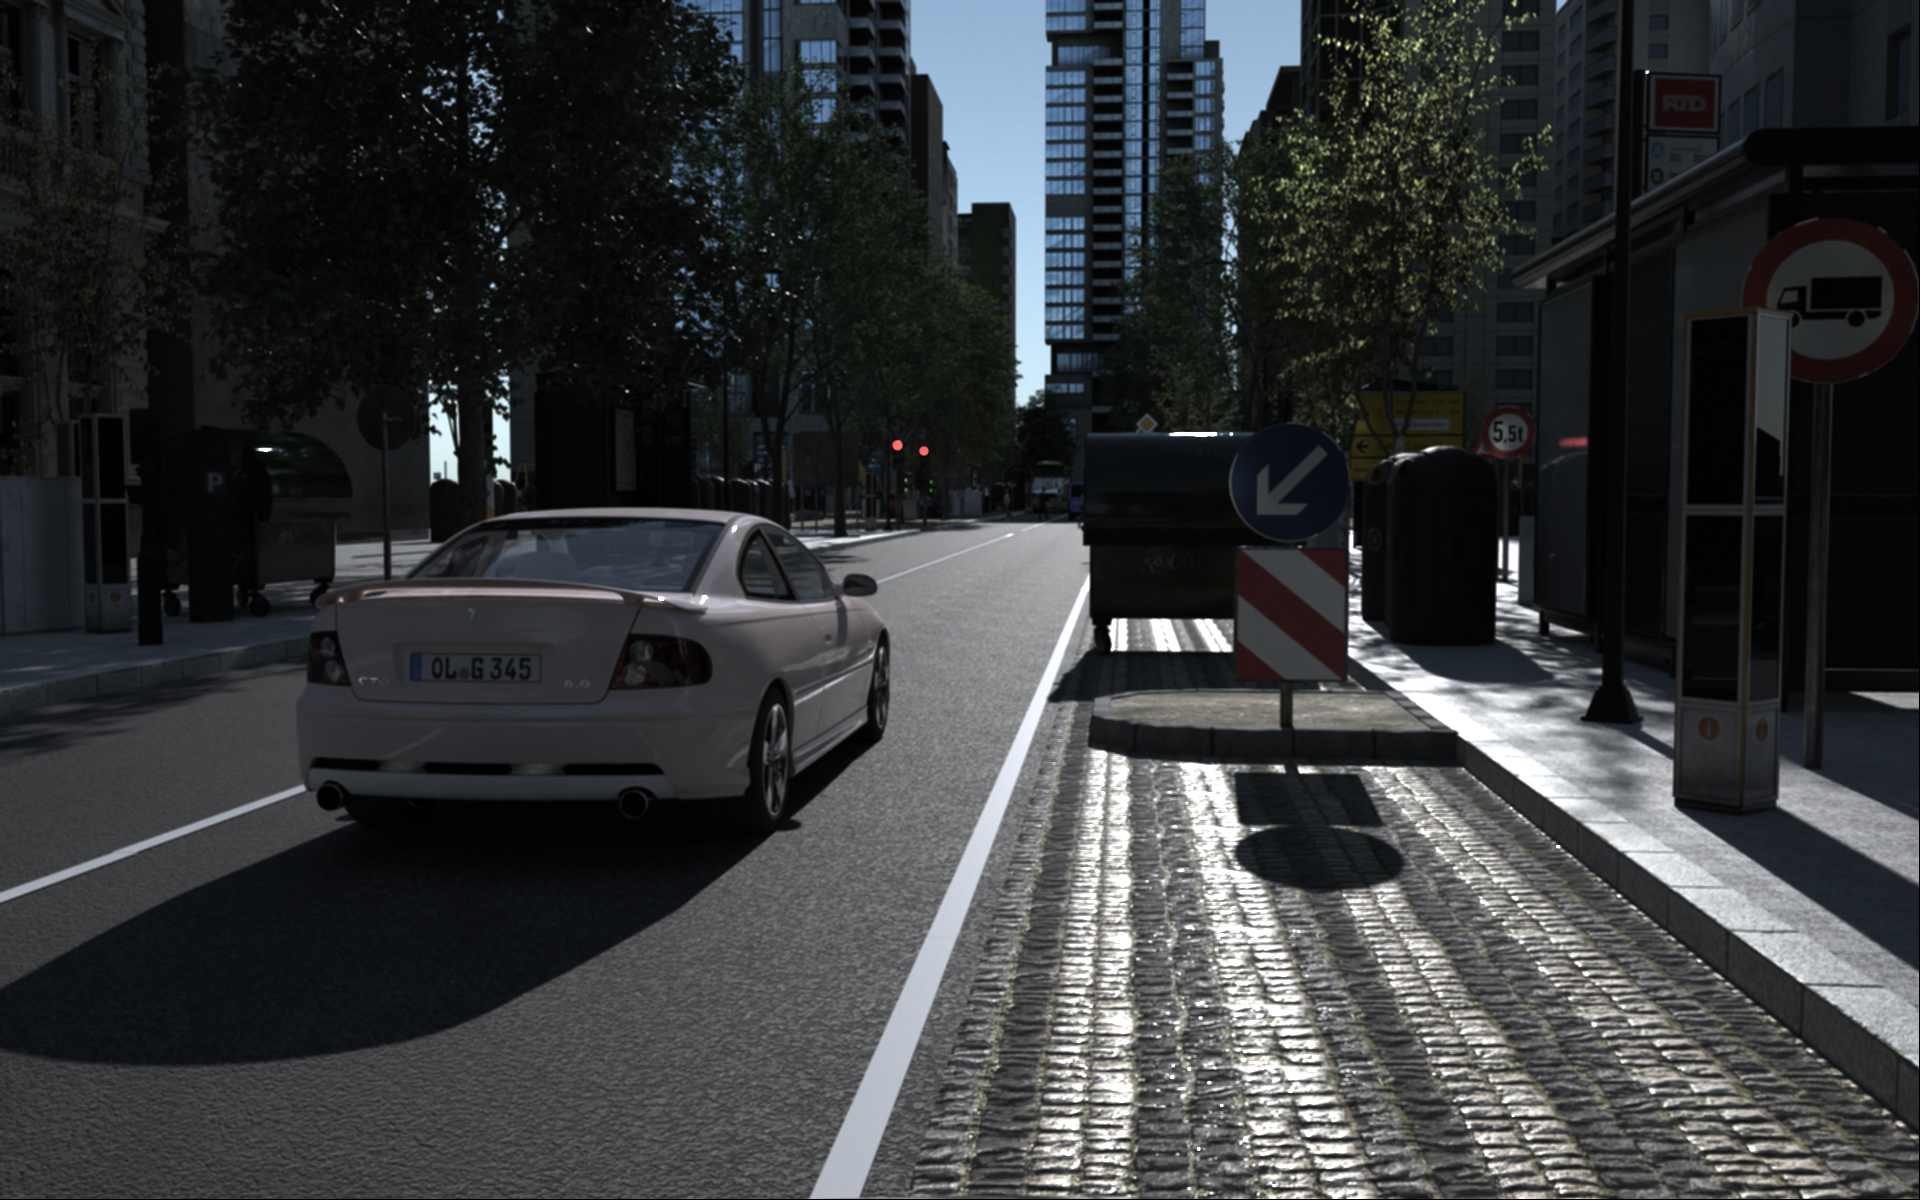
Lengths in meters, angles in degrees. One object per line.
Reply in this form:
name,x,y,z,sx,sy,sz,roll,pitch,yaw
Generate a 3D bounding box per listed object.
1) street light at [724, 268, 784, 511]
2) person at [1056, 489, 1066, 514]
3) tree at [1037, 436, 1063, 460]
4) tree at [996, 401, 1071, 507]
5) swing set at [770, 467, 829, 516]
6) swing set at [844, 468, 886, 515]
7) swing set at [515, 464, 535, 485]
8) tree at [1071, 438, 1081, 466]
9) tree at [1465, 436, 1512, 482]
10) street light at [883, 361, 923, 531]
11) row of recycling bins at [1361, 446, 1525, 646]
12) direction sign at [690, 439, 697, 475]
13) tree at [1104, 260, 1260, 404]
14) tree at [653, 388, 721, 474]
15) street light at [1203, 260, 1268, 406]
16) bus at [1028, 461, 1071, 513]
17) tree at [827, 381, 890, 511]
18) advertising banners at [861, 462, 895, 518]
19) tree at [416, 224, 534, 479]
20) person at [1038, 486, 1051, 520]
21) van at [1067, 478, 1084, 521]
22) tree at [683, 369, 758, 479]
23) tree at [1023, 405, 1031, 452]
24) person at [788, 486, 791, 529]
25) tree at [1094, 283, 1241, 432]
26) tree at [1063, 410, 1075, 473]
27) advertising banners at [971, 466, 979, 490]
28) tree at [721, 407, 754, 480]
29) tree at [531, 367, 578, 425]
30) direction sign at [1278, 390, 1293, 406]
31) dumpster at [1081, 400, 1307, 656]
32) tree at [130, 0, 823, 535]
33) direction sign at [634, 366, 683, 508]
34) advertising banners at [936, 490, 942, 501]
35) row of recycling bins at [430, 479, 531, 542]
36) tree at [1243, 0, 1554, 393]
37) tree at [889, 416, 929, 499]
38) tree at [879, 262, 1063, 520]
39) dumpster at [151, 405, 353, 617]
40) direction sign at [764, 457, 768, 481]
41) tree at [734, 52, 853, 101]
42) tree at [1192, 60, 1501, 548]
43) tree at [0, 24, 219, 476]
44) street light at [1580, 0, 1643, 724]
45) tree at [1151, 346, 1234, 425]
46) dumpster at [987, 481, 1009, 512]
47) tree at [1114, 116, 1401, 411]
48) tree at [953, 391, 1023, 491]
street light,-4.310,-3.867,35.768,1.470,5.913,1.316,0,4,5
person,7.298,-7.103,124.990,0.716,1.782,0.532,0,4,8
tree,10.228,-15.270,200.020,4.360,8.622,3.978,0,3,0
tree,6.594,-14.663,174.160,7.601,10.594,8.767,1,4,11
swing set,-9.756,-6.374,101.841,3.119,2.851,2.862,3,4,36
swing set,-5.570,-6.407,102.368,2.862,2.851,3.119,1,4,11
swing set,-21.769,-5.657,90.105,3.119,2.851,2.862,2,4,26
tree,10.304,-16.663,206.859,8.767,10.594,7.601,0,4,6
tree,16.522,-3.719,55.415,1.663,3.219,1.824,0,3,0
street light,-1.979,-5.385,60.586,1.470,5.913,1.316,0,4,5
row of recycling bins,4.401,-0.560,16.273,1.069,1.692,3.534,1,4,8
direction sign,-11.179,-4.808,70.608,0.876,3.537,0.379,-1,4,-11
tree,17.486,-17.194,137.017,12.611,20.169,13.585,0,3,0
tree,-17.202,-9.582,107.033,4.360,8.622,3.978,0,3,0
street light,5.509,-3.782,34.377,1.470,5.913,1.316,0,4,5
bus,6.986,-8.613,132.365,2.896,3.916,12.252,0,4,6
tree,-6.274,-9.836,111.186,4.360,8.622,3.978,0,3,0
advertising banners,-4.481,-6.024,94.679,2.074,3.025,0.090,0,4,4
tree,-10.305,-5.188,35.184,4.737,8.622,4.395,0,3,0
person,4.636,-5.321,95.269,0.755,1.850,0.659,3,4,37
van,6.989,-5.570,95.448,2.240,2.365,5.245,0,4,6
tree,-12.754,-8.672,92.145,4.737,8.622,4.395,0,3,0
tree,3.406,-11.134,132.399,4.737,8.622,4.395,0,3,0
person,-6.603,-3.457,65.205,0.511,1.800,0.466,3,4,36
tree,12.806,-12.087,104.274,9.857,13.997,8.962,0,3,0
tree,8.726,-16.455,187.158,7.486,12.596,7.792,0,3,0
advertising banners,0.215,-6.920,109.336,2.074,3.025,0.090,1,4,13
tree,-18.333,-11.517,138.670,4.360,8.622,3.978,0,3,0
tree,-21.042,-8.837,94.842,4.360,8.622,3.978,0,3,0
direction sign,7.102,-2.807,37.886,0.379,3.537,0.876,2,4,30
dumpster,2.087,-0.653,15.634,1.985,2.255,1.502,0,4,5
tree,-7.141,-6.614,25.145,9.611,12.733,9.660,0,3,0
direction sign,-5.332,-2.366,30.673,0.876,3.537,0.379,0,4,3
advertising banners,-0.863,-8.277,131.515,2.074,3.025,0.090,1,4,15
row of recycling bins,-13.364,-2.494,47.897,1.069,1.692,3.534,1,4,18
tree,5.645,-4.405,22.391,4.360,8.622,3.978,0,3,0
tree,-3.959,-11.622,140.388,4.737,8.622,4.395,0,3,0
tree,-0.477,-10.218,85.189,7.486,12.596,7.792,0,3,0
dumpster,-7.737,-0.999,18.829,1.502,2.255,1.985,0,4,5
direction sign,-11.846,-6.959,105.774,0.379,3.537,0.876,1,4,8
tree,-4.600,-7.122,42.198,9.928,11.665,9.643,0,3,0
tree,6.524,-4.860,29.827,4.737,8.622,4.395,0,3,0
tree,-14.184,-4.741,27.883,4.360,8.622,3.978,0,3,0
street light,3.164,-2.274,9.714,1.470,5.913,1.316,0,4,5
tree,11.463,-8.273,85.622,4.360,8.622,3.978,0,3,0
dumpster,2.774,-7.627,127.194,1.502,2.255,1.985,0,4,5
tree,8.134,-7.463,47.777,9.928,11.665,9.643,0,3,0
tree,1.453,-9.960,113.216,4.737,8.622,4.395,0,3,0
